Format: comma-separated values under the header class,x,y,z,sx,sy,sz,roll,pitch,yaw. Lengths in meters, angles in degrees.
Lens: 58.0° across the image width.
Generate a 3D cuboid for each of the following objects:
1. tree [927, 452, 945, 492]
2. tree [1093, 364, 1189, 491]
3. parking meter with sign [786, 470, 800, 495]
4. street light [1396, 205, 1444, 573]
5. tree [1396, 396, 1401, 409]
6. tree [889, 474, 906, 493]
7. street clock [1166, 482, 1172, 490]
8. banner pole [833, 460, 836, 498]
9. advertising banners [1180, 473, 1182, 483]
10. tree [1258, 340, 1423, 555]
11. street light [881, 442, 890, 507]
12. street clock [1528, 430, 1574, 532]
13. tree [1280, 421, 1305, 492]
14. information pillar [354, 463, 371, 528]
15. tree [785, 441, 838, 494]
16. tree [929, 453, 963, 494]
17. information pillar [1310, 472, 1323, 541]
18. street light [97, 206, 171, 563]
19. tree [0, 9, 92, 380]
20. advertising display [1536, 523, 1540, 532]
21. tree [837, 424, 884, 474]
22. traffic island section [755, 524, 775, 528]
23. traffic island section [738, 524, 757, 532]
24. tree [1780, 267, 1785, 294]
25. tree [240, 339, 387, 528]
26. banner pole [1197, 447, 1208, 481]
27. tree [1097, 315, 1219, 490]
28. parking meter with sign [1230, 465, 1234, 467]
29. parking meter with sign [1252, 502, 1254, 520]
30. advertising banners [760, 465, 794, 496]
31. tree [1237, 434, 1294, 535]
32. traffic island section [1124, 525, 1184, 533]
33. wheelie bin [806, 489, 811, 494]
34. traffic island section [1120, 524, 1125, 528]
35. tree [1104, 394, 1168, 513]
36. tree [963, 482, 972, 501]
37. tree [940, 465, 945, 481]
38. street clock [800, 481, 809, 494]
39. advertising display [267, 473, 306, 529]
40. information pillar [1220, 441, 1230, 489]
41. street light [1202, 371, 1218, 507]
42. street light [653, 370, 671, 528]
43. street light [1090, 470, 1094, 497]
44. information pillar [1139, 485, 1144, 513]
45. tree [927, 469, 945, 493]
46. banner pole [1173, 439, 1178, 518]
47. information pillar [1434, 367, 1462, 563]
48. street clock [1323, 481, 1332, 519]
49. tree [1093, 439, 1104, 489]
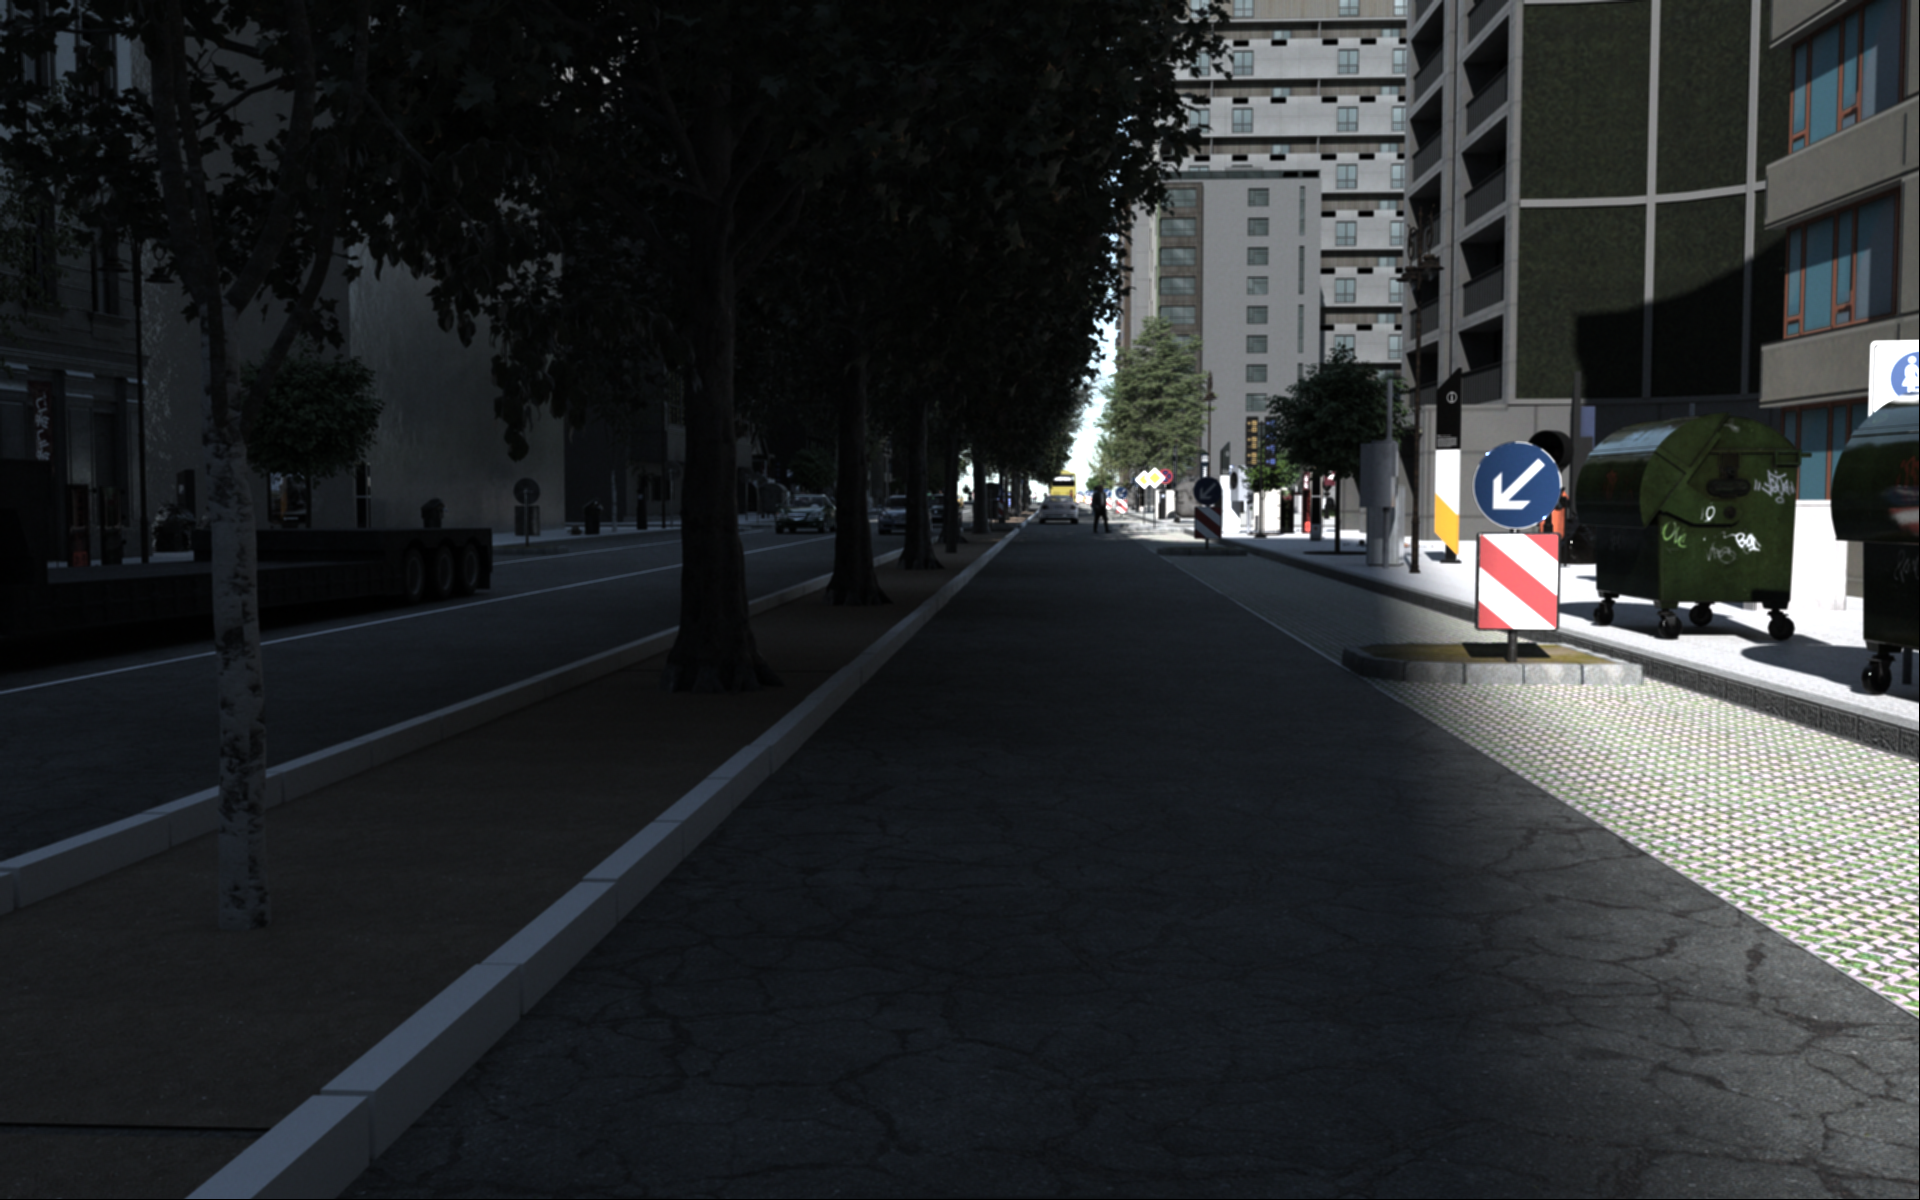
class,x,y,z,sx,sy,sz,roll,pitch,yaw
tree,-3.805,-15.045,196.344,4.737,8.622,4.395,0,3,0
tree,14.146,-12.883,136.388,9.928,11.665,9.643,0,3,0
parking meter with sign,-11.646,-7.722,122.522,0.543,3.016,1.738,-2,4,-35
street light,7.403,-3.378,28.018,0.468,5.910,1.993,0,4,3
tree,32.282,-10.764,126.347,4.360,8.622,3.978,0,3,0
tree,-5.812,-10.334,163.564,1.663,3.219,1.824,0,3,0
street clock,11.499,-5.563,95.518,0.358,2.002,0.471,-1,4,-11
banner pole,-8.529,-7.797,117.500,0.401,3.779,0.863,1,4,15
advertising banners,15.963,-7.802,123.749,0.090,3.025,2.074,2,4,24
tree,8.196,-3.264,37.078,4.285,4.588,4.351,0,3,0
street light,-6.520,-10.745,148.468,0.468,5.910,1.993,0,4,3
street clock,6.726,-0.931,19.799,0.358,2.002,0.471,-3,5,-44
tree,28.439,-11.902,144.958,4.360,8.622,3.978,0,3,0
information pillar,-14.308,-2.264,41.508,0.304,2.012,0.304,0,4,-6
tree,-9.134,-7.580,107.654,4.285,4.588,4.351,0,3,0
tree,-2.406,-18.865,226.575,7.486,12.596,7.792,0,3,0
information pillar,9.818,-2.642,47.693,0.304,2.012,0.304,1,4,17
street light,-13.334,-3.388,28.175,0.468,5.910,1.993,0,4,3
tree,-13.996,-4.453,23.165,4.737,8.622,4.395,0,3,0
advertising display,12.408,-1.921,36.630,0.123,1.923,0.974,0,4,1
tree,-7.729,-11.144,132.568,4.737,8.622,4.395,0,3,0
traffic island section,-8.695,-3.184,74.342,2.009,0.180,2.903,0,4,3
traffic island section,-9.145,-2.697,66.370,2.009,0.180,2.903,0,4,3
tree,17.716,-4.992,31.981,4.737,8.622,4.395,0,3,0
tree,-13.251,-3.134,34.947,4.285,4.588,4.351,0,3,0
banner pole,12.983,-6.292,92.895,0.863,3.779,0.401,2,4,24
tree,12.666,-11.771,110.575,7.486,12.596,7.792,0,3,0
parking meter with sign,16.287,-6.687,105.601,0.543,3.016,1.738,0,4,0
parking meter with sign,15.096,-5.589,87.649,0.543,3.016,1.738,1,4,17
advertising banners,-11.046,-6.637,104.699,2.074,3.025,0.090,0,4,5
tree,9.490,-3.633,54.006,1.663,3.219,1.824,0,3,0
traffic island section,7.370,-2.639,65.436,2.009,0.180,2.903,0,4,3
wheelie bin,-9.105,-5.750,101.927,0.693,1.594,0.980,1,4,19
traffic island section,7.820,-3.127,73.409,2.009,0.180,2.903,0,4,3
tree,12.803,-10.261,118.133,4.737,8.622,4.395,0,3,0
tree,1.067,-17.758,284.946,1.663,3.219,1.824,0,3,0
tree,-2.059,-18.087,246.081,4.360,8.622,3.978,0,3,0
street clock,-8.865,-5.777,99.030,0.471,2.002,0.358,-1,4,-19
advertising display,-15.759,-2.169,40.673,0.123,1.923,0.974,3,5,43
information pillar,11.779,-5.234,76.923,0.504,3.616,0.183,-2,4,-32
street light,9.332,-5.631,64.847,0.468,5.910,1.993,0,4,3
street light,-11.111,-5.627,64.788,0.468,5.910,1.993,0,4,3
street light,23.162,-20.460,307.301,0.468,5.910,1.993,0,4,3
information pillar,12.079,-6.775,115.260,0.304,2.012,0.304,-1,4,-14
tree,-3.510,-14.010,212.775,4.285,4.588,4.351,0,3,0
banner pole,9.774,-5.422,78.670,0.401,3.779,0.863,0,4,-6
information pillar,9.070,-2.495,32.155,0.183,3.616,0.504,-3,5,-42
street clock,18.927,-5.185,89.344,0.471,2.002,0.358,-2,4,-26
tree,14.796,-12.039,147.199,4.737,8.622,4.395,0,3,0
